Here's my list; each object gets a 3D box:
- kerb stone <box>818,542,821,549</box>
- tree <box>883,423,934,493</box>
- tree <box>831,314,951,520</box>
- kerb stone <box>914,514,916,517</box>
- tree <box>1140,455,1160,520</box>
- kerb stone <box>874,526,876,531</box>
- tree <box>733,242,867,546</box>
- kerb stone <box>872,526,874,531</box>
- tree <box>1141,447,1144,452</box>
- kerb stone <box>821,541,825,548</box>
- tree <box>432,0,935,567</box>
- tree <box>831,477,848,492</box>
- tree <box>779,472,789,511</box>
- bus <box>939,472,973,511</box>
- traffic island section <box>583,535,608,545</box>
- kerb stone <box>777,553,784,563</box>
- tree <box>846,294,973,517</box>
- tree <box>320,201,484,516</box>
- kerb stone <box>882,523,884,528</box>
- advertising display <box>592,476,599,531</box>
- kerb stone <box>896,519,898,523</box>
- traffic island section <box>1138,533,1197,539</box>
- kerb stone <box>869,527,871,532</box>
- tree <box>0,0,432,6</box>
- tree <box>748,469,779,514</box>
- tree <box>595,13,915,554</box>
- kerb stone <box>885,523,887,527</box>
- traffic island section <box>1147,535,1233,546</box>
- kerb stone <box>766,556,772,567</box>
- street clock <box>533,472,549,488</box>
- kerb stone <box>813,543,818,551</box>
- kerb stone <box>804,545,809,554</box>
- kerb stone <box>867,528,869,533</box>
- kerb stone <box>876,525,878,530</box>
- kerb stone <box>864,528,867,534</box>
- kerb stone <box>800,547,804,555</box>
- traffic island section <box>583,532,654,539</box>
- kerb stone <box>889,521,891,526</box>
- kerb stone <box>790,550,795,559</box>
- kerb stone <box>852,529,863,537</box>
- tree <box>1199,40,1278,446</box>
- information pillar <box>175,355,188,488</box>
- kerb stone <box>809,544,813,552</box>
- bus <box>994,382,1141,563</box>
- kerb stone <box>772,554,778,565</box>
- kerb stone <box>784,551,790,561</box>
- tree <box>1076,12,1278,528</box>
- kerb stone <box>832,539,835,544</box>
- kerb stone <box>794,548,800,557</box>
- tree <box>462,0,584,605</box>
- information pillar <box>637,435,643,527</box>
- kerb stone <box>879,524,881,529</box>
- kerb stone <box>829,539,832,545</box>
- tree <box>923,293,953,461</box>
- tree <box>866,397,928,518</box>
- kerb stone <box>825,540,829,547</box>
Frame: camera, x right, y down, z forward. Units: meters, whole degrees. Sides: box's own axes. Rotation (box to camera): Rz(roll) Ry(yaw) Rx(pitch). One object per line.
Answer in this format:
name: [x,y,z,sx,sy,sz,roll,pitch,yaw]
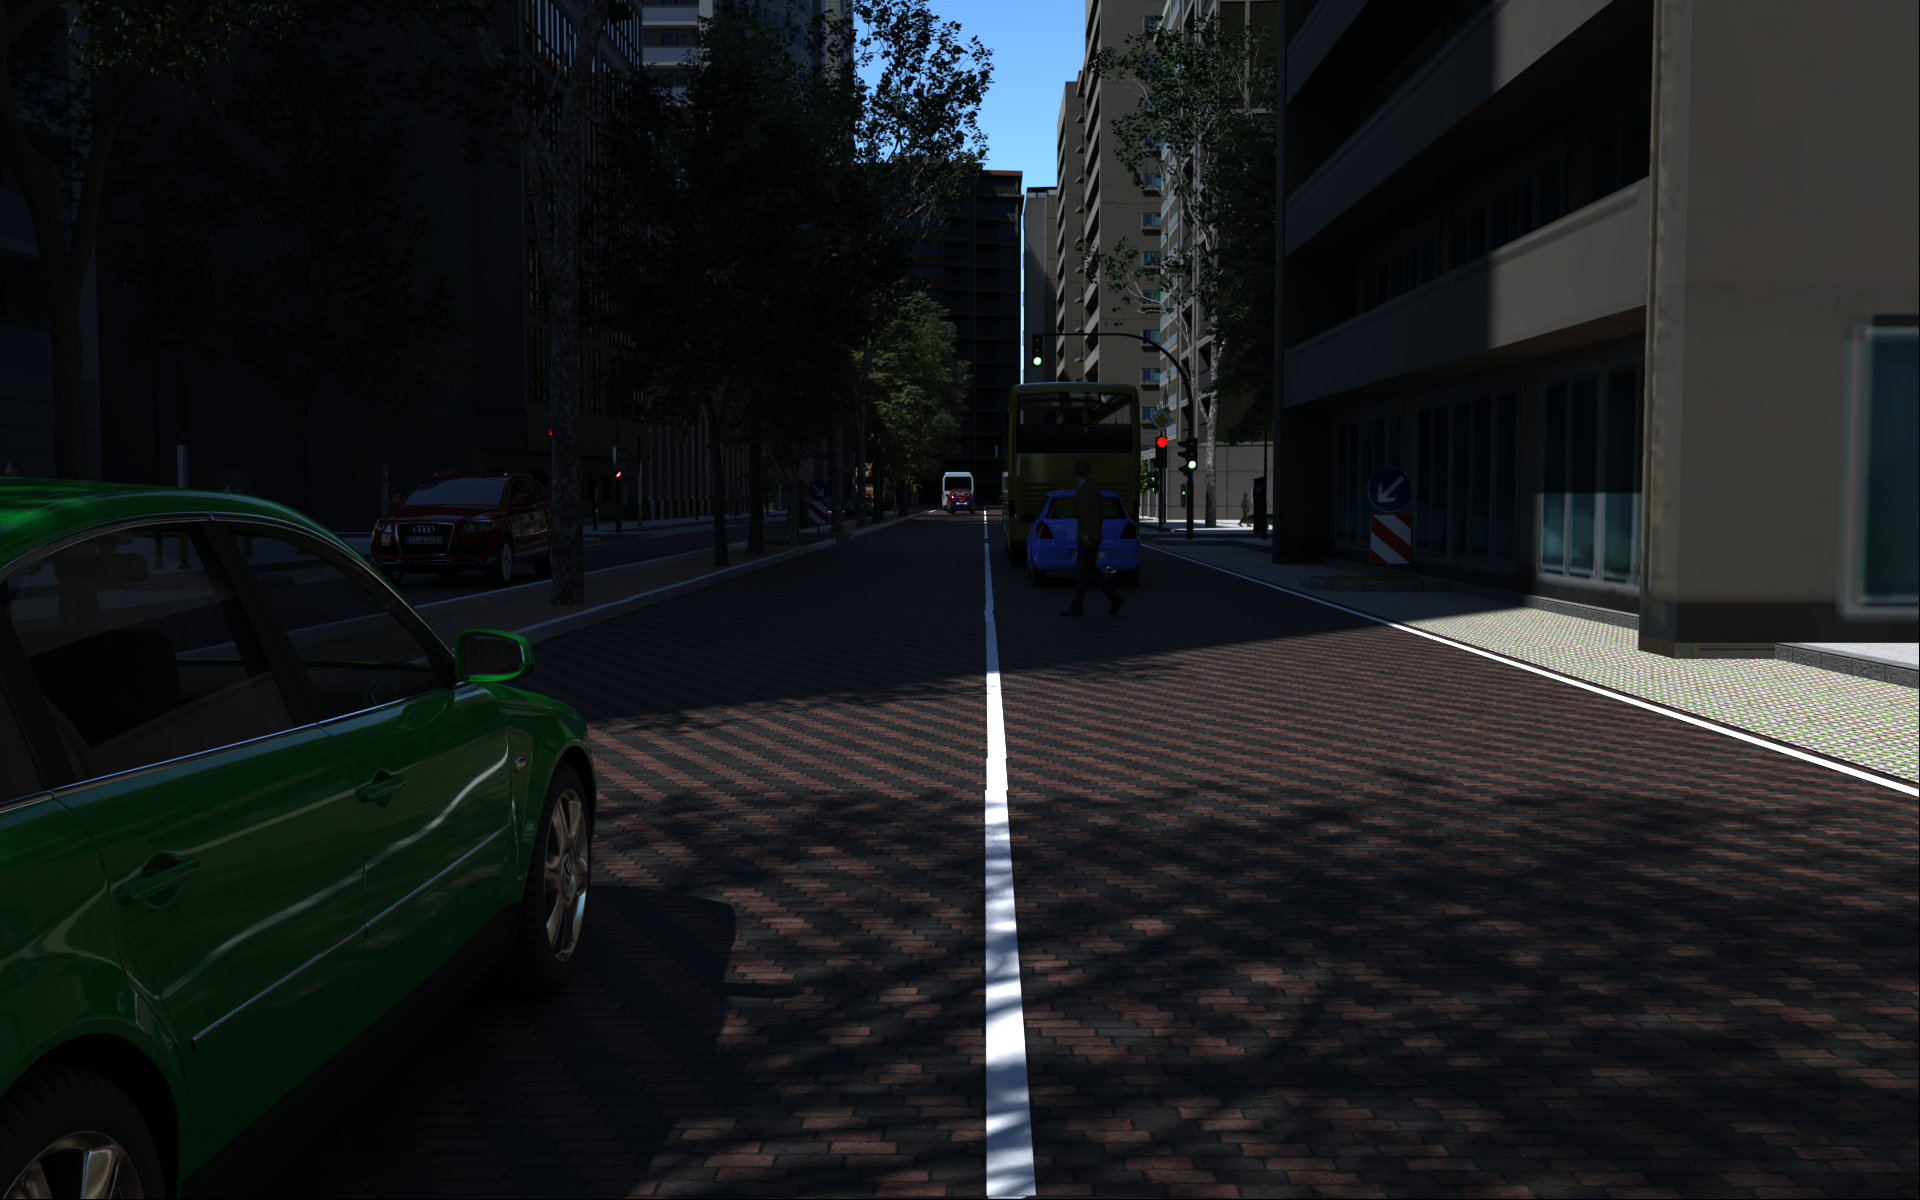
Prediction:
kerb stone: [-3.729,-1.355,44.357,0.120,0.150,1.000,0,4,1]
tree: [-3.673,-10.053,117.190,4.360,8.622,3.978,0,3,0]
tree: [-4.275,-10.170,94.500,9.928,11.665,9.643,0,3,0]
kerb stone: [-2.889,-5.024,104.374,0.120,0.150,1.000,0,4,1]
tree: [9.024,-5.628,86.618,1.663,3.219,1.824,0,3,0]
kerb stone: [-3.420,-2.706,66.444,0.120,0.150,1.000,0,4,1]
tree: [-4.589,-5.801,47.665,4.360,8.622,3.978,0,3,0]
kerb stone: [-3.425,-2.644,65.420,0.120,0.150,1.000,0,4,1]
tree: [10.571,-7.530,106.822,4.285,4.588,4.351,0,3,0]
kerb stone: [-3.710,-1.418,45.384,0.120,0.150,1.000,0,4,1]
tree: [-4.642,-5.938,33.964,8.767,10.594,7.601,0,4,1]
tree: [-11.983,-10.683,169.267,1.663,3.219,1.824,0,3,0]
tree: [-13.374,-8.378,131.587,1.663,3.219,1.824,0,3,0]
bus: [-0.288,-9.628,152.277,2.948,3.499,13.247,0,4,-1]
traffic island section: [-11.418,-1.653,49.306,2.009,0.180,2.903,0,4,1]
kerb stone: [-3.839,-0.854,36.152,0.120,0.150,1.000,0,4,1]
tree: [-3.629,-12.276,109.831,9.857,13.997,8.962,0,3,0]
tree: [-14.257,-5.677,43.181,4.737,8.622,4.395,0,3,0]
kerb stone: [-3.340,-3.020,71.573,0.120,0.150,1.000,0,4,1]
advertising display: [-12.834,-3.409,60.956,0.123,1.923,0.974,0,4,-5]
kerb stone: [-3.183,-3.709,82.840,0.120,0.150,1.000,0,4,1]
traffic island section: [6.633,-2.126,57.036,2.009,0.180,2.903,0,4,1]
kerb stone: [-3.454,-2.517,63.373,0.120,0.150,1.000,0,4,1]
tree: [-5.307,-4.507,10.563,8.767,10.594,7.601,0,4,1]
tree: [-12.622,-7.069,110.180,1.663,3.219,1.824,0,3,0]
tree: [-4.994,-7.398,41.538,7.486,12.596,7.792,0,3,0]
kerb stone: [-3.317,-3.145,73.617,0.120,0.150,1.000,0,4,1]
traffic island section: [6.521,-1.637,49.051,2.009,0.180,2.903,0,4,1]
kerb stone: [-3.870,-0.728,34.103,0.120,0.150,1.000,0,4,1]
street clock: [-13.660,-3.173,56.452,0.471,2.002,0.358,0,4,3]
kerb stone: [-3.736,-1.293,43.335,0.120,0.150,1.000,0,4,1]
kerb stone: [-3.775,-1.166,41.275,0.120,0.150,1.000,0,4,1]
kerb stone: [-3.477,-2.456,62.351,0.120,0.150,1.000,0,4,1]
kerb stone: [-3.399,-2.769,67.466,0.120,0.150,1.000,0,4,1]
kerb stone: [-3.484,-2.386,61.305,0.120,0.150,1.000,0,4,1]
kerb stone: [-3.787,-1.104,40.245,0.120,0.150,1.000,0,4,1]
traffic island section: [-11.306,-2.141,57.291,2.009,0.180,2.903,0,4,1]
kerb stone: [-3.272,-3.333,76.691,0.120,0.150,1.000,0,4,1]
kerb stone: [-3.810,-0.978,38.201,0.120,0.150,1.000,0,4,1]
kerb stone: [-3.511,-2.259,59.251,0.120,0.150,1.000,0,4,1]
tree: [9.225,-7.593,42.274,7.486,12.596,7.792,0,3,0]
information pillar: [-13.243,-2.333,29.494,0.183,3.616,0.504,-1,4,-16]
kerb stone: [-3.756,-1.230,42.303,0.120,0.150,1.000,0,4,1]
bus: [2.249,-2.898,38.922,2.896,3.916,12.252,0,4,1]
kerb stone: [-3.855,-0.788,35.126,0.120,0.150,1.000,0,4,1]
kerb stone: [-3.829,-0.916,37.176,0.120,0.150,1.000,0,4,1]
tree: [10.549,-12.874,66.374,12.611,20.169,13.585,0,3,0]
kerb stone: [-3.670,-1.600,48.451,0.120,0.150,1.000,0,4,1]
kerb stone: [-3.796,-1.041,39.223,0.120,0.150,1.000,0,4,1]
tree: [-6.293,-10.055,22.739,12.611,20.169,13.585,0,3,0]
information pillar: [-12.667,-4.719,68.506,0.183,3.616,0.504,0,4,-3]
kerb stone: [-3.377,-2.892,69.518,0.120,0.150,1.000,0,4,1]
kerb stone: [-3.683,-1.542,47.428,0.120,0.150,1.000,0,4,1]
tree: [-4.240,-10.098,85.680,7.486,12.596,7.792,0,3,0]
tree: [-3.830,-9.144,102.318,4.737,8.622,4.395,0,3,0]
kerb stone: [-3.696,-1.481,46.406,0.120,0.150,1.000,0,4,1]
